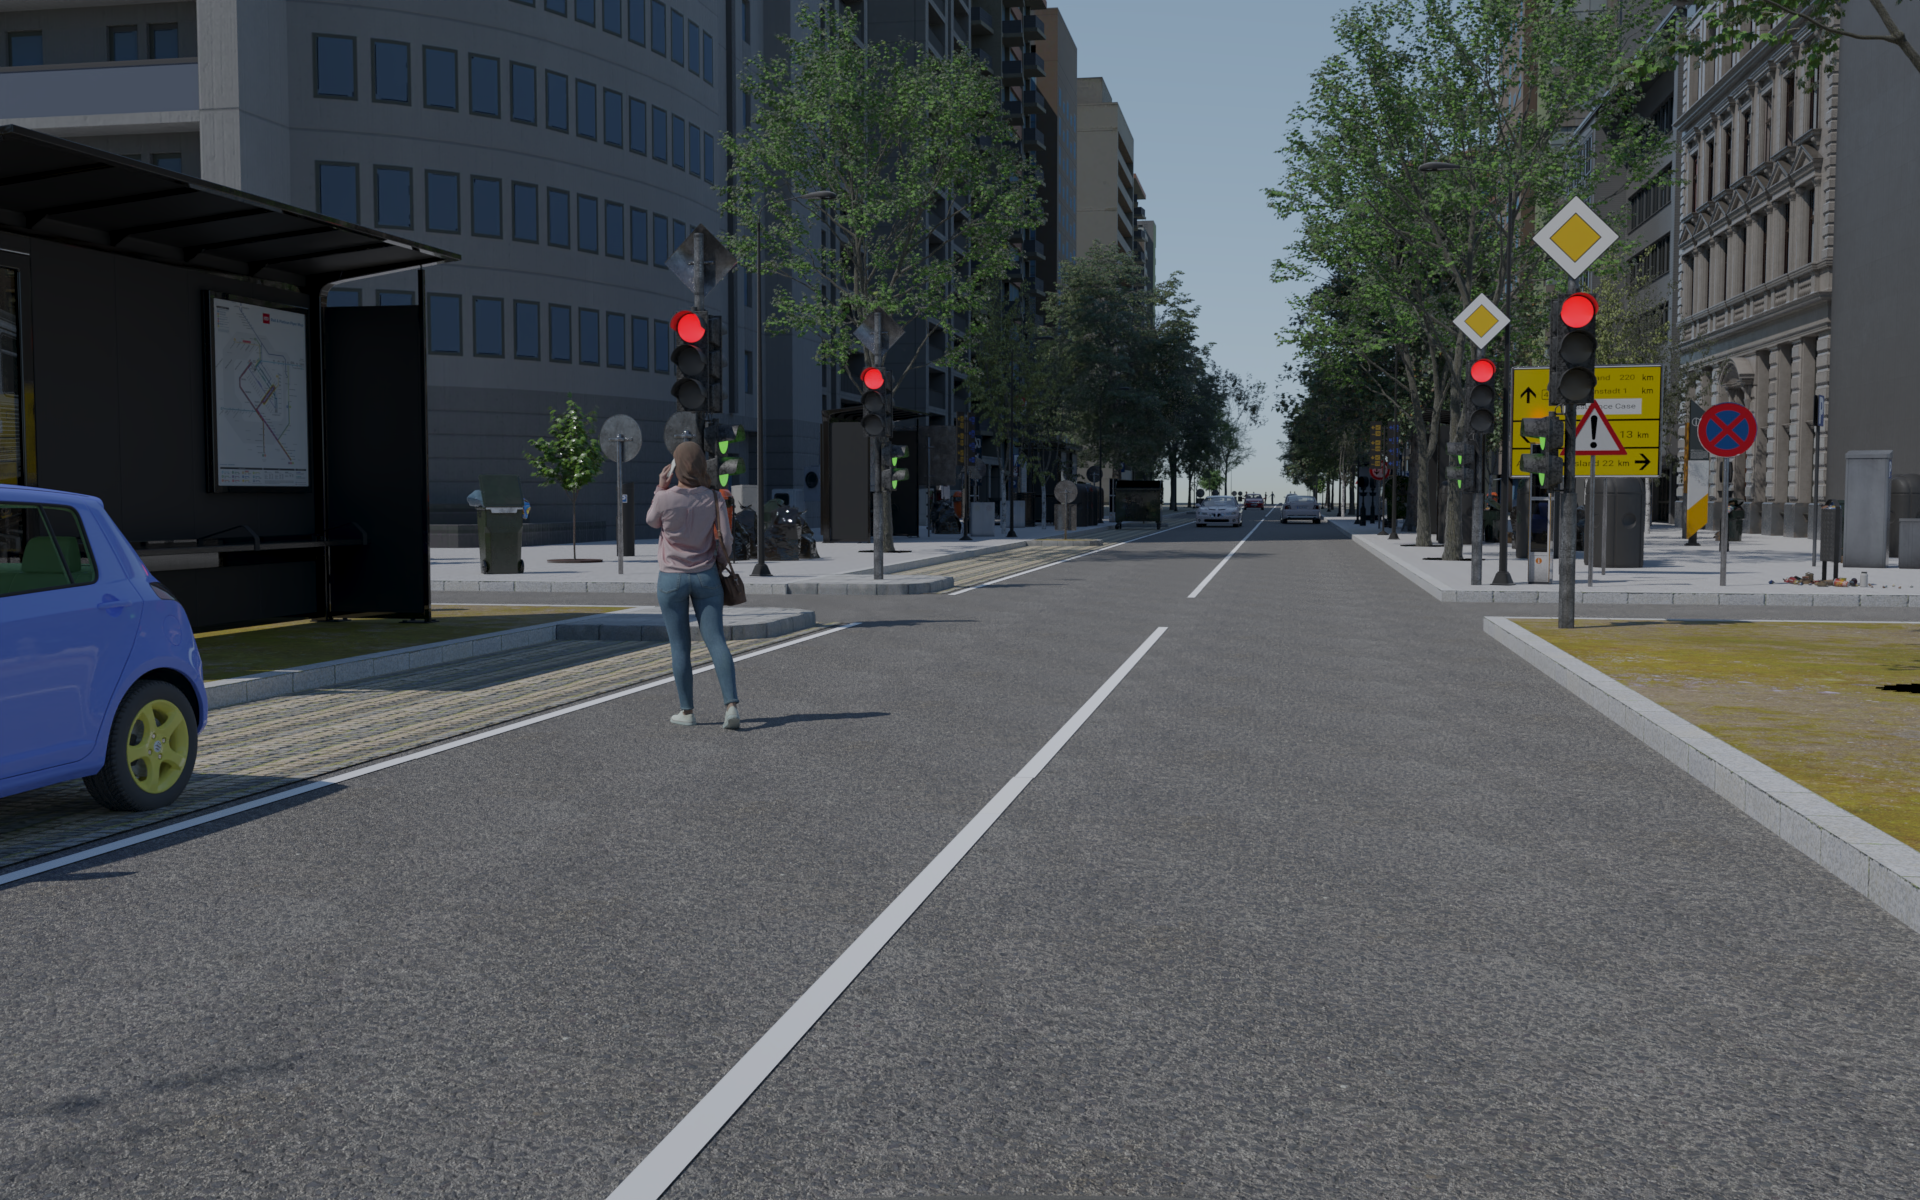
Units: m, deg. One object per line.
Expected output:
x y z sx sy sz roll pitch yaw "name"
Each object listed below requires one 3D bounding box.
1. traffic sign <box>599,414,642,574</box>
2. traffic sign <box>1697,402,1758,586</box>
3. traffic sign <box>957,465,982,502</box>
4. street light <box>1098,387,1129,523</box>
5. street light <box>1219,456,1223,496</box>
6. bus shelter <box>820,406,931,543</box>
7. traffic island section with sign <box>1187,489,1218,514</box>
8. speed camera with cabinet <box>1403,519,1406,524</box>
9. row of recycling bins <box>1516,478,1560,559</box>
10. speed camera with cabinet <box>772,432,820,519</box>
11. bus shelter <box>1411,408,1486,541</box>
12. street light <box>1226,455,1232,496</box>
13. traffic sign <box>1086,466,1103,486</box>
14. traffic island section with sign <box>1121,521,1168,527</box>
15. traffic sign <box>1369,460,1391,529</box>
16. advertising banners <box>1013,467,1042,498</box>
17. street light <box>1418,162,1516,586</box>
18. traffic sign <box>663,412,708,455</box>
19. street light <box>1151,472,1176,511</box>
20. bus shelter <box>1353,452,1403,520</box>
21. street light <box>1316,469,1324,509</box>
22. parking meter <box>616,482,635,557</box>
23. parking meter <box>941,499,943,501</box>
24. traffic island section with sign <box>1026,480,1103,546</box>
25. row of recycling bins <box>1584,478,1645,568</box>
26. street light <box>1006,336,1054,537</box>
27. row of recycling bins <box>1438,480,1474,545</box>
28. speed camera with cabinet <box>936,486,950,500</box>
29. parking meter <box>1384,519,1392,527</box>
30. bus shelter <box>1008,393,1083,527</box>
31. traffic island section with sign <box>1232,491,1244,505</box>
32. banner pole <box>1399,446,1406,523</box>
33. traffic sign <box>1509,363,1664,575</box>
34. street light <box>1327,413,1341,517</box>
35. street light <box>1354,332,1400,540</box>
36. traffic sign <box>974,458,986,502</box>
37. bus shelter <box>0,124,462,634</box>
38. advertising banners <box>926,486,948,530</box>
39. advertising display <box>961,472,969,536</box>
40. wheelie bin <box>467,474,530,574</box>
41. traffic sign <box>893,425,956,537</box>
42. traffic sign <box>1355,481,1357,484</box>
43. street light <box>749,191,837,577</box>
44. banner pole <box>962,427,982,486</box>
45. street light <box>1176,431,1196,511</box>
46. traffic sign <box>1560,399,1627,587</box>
-5.431 -1.685 27.656 0.768 2.556 0.104 1 4 18 "traffic sign"
10.653 -1.468 24.108 0.768 2.556 0.104 1 4 20 "traffic sign"
0.319 -3.666 59.941 0.884 2.594 0.081 1 4 13 "traffic sign"
6.664 -6.294 75.447 1.470 5.913 1.316 1 4 11 "street light"
26.969 -12.892 183.331 1.470 5.913 1.316 1 4 11 "street light"
-2.263 -3.472 48.049 1.731 3.624 6.357 1 4 11 "bus shelter"
17.312 -7.078 124.351 1.989 1.847 2.006 1 4 11 "traffic island section with sign"
18.128 -4.552 68.753 0.660 3.252 2.038 2 4 27 "speed camera with cabinet"
12.073 -1.760 35.893 1.069 1.692 3.534 1 4 19 "row of recycling bins"
-5.138 -3.761 55.825 2.038 3.252 0.660 2 4 35 "speed camera with cabinet"
14.111 -3.606 50.239 1.731 3.624 6.357 1 4 11 "bus shelter"
31.647 -14.369 207.475 1.470 5.913 1.316 1 4 11 "street light"
6.000 -4.727 77.397 0.768 2.556 0.104 1 4 17 "traffic sign"
8.005 -4.061 75.017 1.989 1.847 2.006 1 4 11 "traffic island section with sign"
15.554 -3.919 64.190 0.768 2.556 0.104 1 4 18 "traffic sign"
3.810 -6.257 98.483 2.074 3.025 0.090 -2 4 -25 "advertising banners"
7.114 -3.167 24.319 1.470 5.913 1.316 1 4 11 "street light"
-4.108 -1.587 26.047 0.768 2.556 0.104 1 4 13 "traffic sign"
11.920 -7.979 102.998 1.470 5.913 1.316 1 4 11 "street light"
19.635 -5.365 81.638 2.014 3.302 5.546 1 4 11 "bus shelter"
21.501 -7.827 100.506 1.470 5.913 1.316 1 4 11 "street light"
-6.890 -1.667 35.659 0.372 1.533 0.369 0 3 0 "parking meter"
-1.108 -5.691 98.751 0.255 1.863 0.399 -1 4 -18 "parking meter"
2.952 -2.420 48.197 1.989 1.847 2.006 1 4 11 "traffic island section with sign"
11.900 -1.494 31.538 1.069 1.692 3.534 1 4 20 "row of recycling bins"
2.065 -4.805 51.102 1.470 5.913 1.316 1 4 11 "street light"
12.990 -2.333 45.262 1.069 1.692 3.534 1 4 13 "row of recycling bins"
-1.264 -5.543 84.969 0.660 3.252 2.038 -2 4 -32 "speed camera with cabinet"
16.610 -3.753 67.080 0.255 1.863 0.399 3 5 43 "parking meter"
3.470 -5.728 71.284 2.179 5.291 8.768 1 4 10 "bus shelter"
37.611 -13.660 231.961 1.989 1.847 2.006 1 4 11 "traffic island section with sign"
19.464 -5.287 76.463 0.401 3.779 0.863 -2 4 -29 "banner pole"
9.880 -2.051 27.413 2.265 3.308 0.079 1 4 18 "traffic sign"
16.372 -6.178 73.557 1.470 5.913 1.316 1 4 11 "street light"
11.714 -4.665 48.818 1.470 5.913 1.316 1 4 11 "street light"
0.542 -3.713 60.816 0.768 2.556 0.104 1 4 18 "traffic sign"
-6.300 -1.405 14.254 1.731 3.624 6.357 1 4 11 "bus shelter"
-0.786 -4.046 62.342 0.090 3.025 2.074 1 4 21 "advertising banners"
0.145 -2.741 50.030 0.123 1.923 0.974 0 4 -6 "advertising display"
-7.443 -1.222 27.895 0.980 1.594 0.693 -2 4 -28 "wheelie bin"
-1.246 -3.531 51.597 2.265 3.308 0.079 1 4 11 "traffic sign"
21.426 -5.626 91.992 0.884 2.594 0.081 1 4 17 "traffic sign"
-2.578 -3.319 26.802 1.470 5.913 1.316 1 4 11 "street light"
0.434 -4.558 64.533 0.863 3.779 0.401 1 4 16 "banner pole"
16.473 -9.481 127.560 1.470 5.913 1.316 1 4 11 "street light"
8.716 -1.460 23.880 0.884 2.594 0.081 1 4 11 "traffic sign"
